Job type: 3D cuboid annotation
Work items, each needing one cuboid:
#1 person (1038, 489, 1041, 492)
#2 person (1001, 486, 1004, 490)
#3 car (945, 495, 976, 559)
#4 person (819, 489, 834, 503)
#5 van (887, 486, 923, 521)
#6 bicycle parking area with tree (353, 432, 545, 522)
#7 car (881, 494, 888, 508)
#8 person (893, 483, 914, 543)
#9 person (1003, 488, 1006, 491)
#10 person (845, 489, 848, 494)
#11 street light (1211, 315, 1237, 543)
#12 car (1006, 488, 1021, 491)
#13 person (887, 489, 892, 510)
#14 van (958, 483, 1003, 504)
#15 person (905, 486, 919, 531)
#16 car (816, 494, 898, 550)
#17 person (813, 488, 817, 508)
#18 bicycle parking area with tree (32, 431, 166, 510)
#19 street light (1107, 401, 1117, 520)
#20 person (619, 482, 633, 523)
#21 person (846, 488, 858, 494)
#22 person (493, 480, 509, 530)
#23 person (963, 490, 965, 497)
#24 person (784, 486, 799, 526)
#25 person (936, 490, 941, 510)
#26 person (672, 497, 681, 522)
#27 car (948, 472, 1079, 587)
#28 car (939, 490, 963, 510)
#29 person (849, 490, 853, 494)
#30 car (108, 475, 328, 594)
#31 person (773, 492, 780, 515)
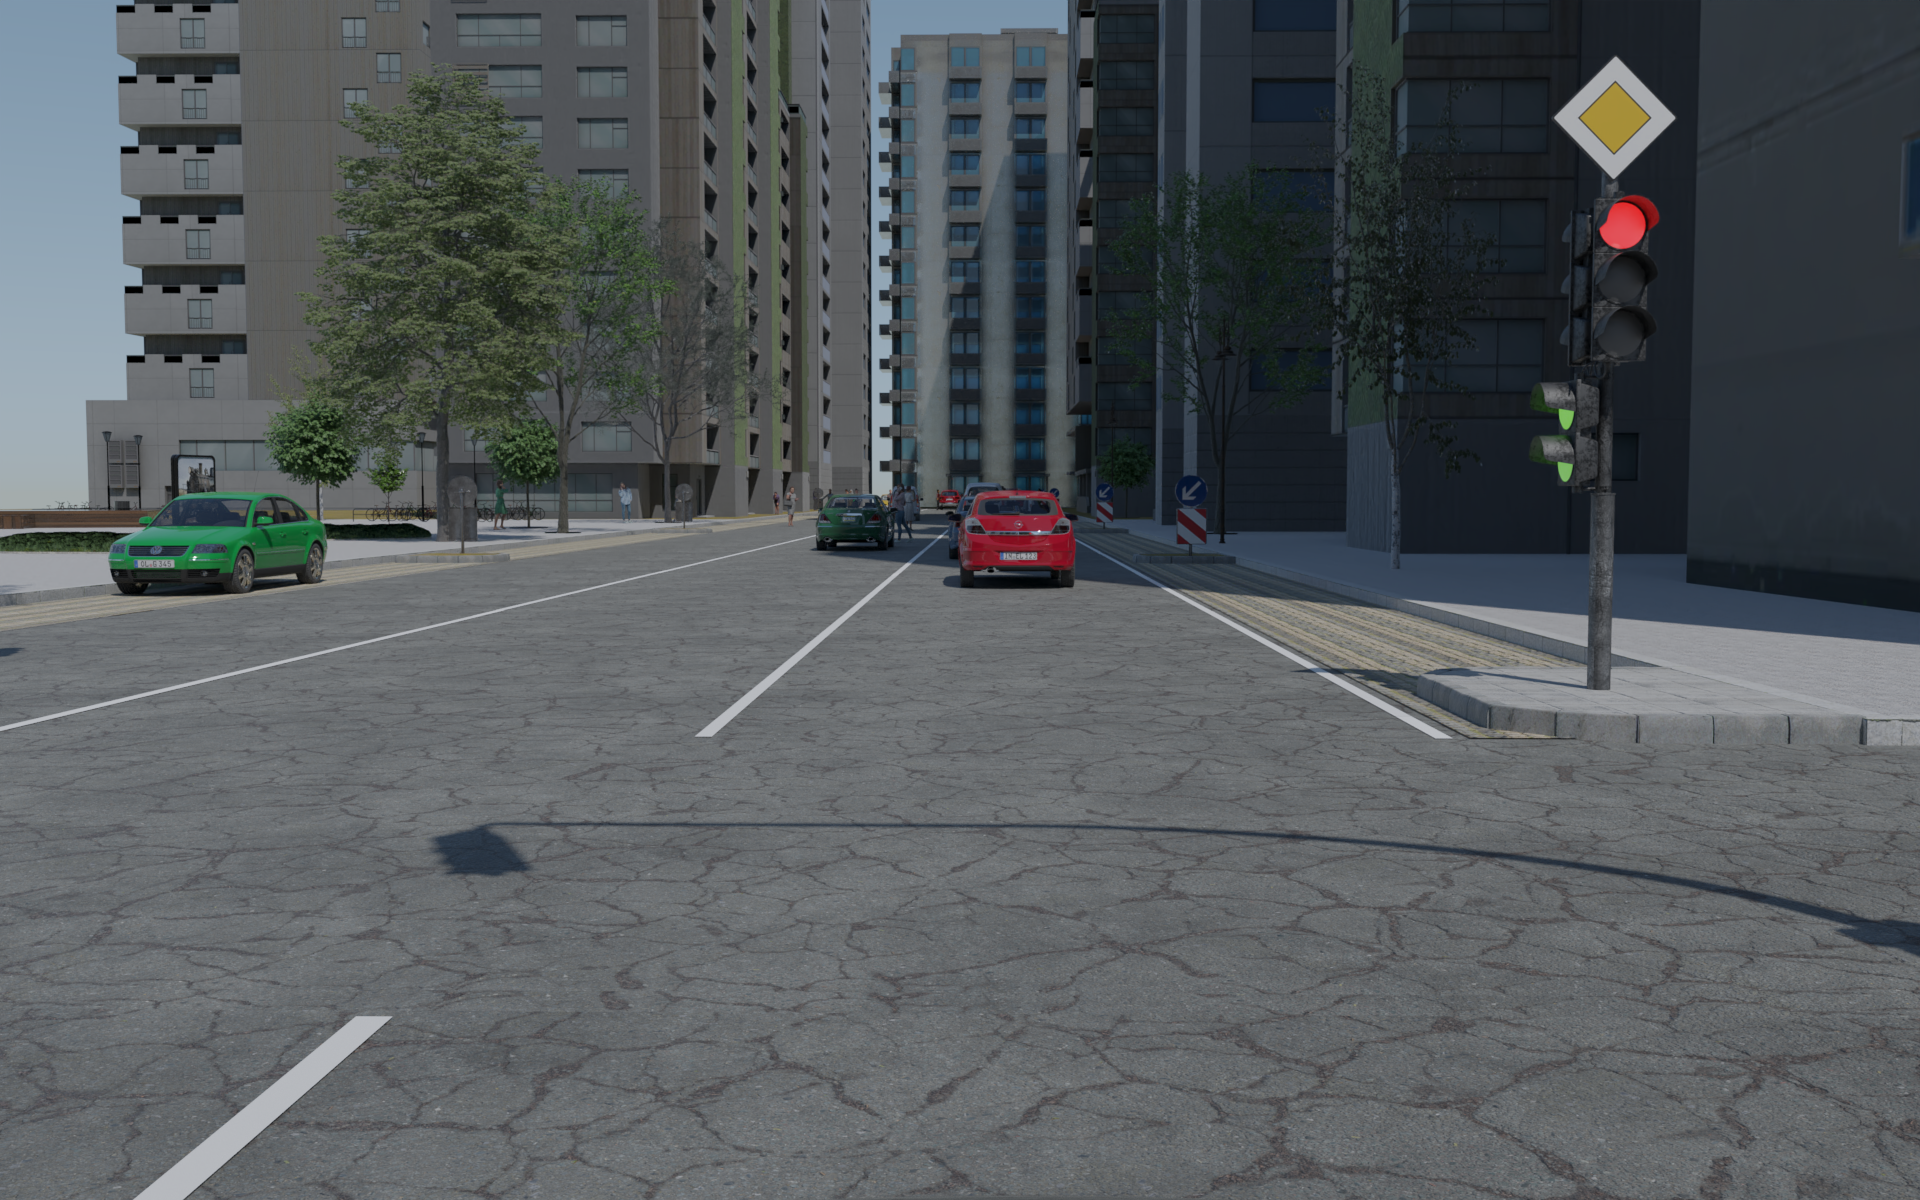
[{"bbox_3d":[5.517,-6.882,121.029,0.705,1.823,1.348,0,4,-8],"label":"person"},{"bbox_3d":[1.960,-4.733,85.734,0.795,1.843,0.661,-3,4,-37],"label":"person"},{"bbox_3d":[0.652,-1.678,39.444,2.014,1.417,4.499,0,4,2],"label":"car"},{"bbox_3d":[-7.274,-5.352,96.798,1.217,1.735,0.721,1,4,10],"label":"person"},{"bbox_3d":[-2.995,-5.333,94.207,2.013,2.044,4.112,0,4,-1],"label":"van"},{"bbox_3d":[-24.322,-5.867,82.926,9.016,4.147,8.231,2,4,25],"label":"bicycle parking area with tree"},{"bbox_3d":[-5.676,-7.860,138.728,2.015,1.641,3.980,0,4,-1],"label":"car"},{"bbox_3d":[-1.687,-2.573,51.153,0.643,1.750,0.593,0,4,2],"label":"person"},{"bbox_3d":[2.147,-4.862,88.517,0.617,1.759,0.750,-3,4,-36],"label":"person"},{"bbox_3d":[-10.750,-9.514,162.314,0.721,1.735,1.217,0,4,4],"label":"person"},{"bbox_3d":[6.826,-4.411,44.910,0.468,5.910,1.993,0,4,1],"label":"street light"},{"bbox_3d":[3.150,-6.193,109.925,2.281,1.827,5.304,0,4,2],"label":"car"},{"bbox_3d":[-4.908,-6.976,123.092,0.617,1.759,0.750,-1,4,-10],"label":"person"},{"bbox_3d":[0.901,-3.516,64.492,2.013,2.044,4.112,0,4,1],"label":"van"},{"bbox_3d":[-1.909,-3.582,67.643,0.480,1.755,0.524,3,5,40],"label":"person"},{"bbox_3d":[-2.719,-2.061,45.494,2.131,1.459,4.920,0,4,1],"label":"car"},{"bbox_3d":[-11.287,-7.932,136.186,0.568,1.767,0.683,-1,4,-13],"label":"person"},{"bbox_3d":[-39.293,-5.795,81.745,9.016,4.147,8.231,0,4,2],"label":"bicycle parking area with tree"},{"bbox_3d":[7.565,-6.925,86.017,0.468,5.910,1.993,0,4,1],"label":"street light"},{"bbox_3d":[-14.660,-4.262,75.987,0.793,1.790,0.793,2,4,28],"label":"person"},{"bbox_3d":[-5.550,-4.974,90.622,0.742,1.727,0.445,-1,4,-21],"label":"person"},{"bbox_3d":[-16.515,-3.416,62.134,0.529,1.795,0.600,-2,4,-35],"label":"person"},{"bbox_3d":[0.484,-9.335,161.216,0.705,1.814,1.350,1,4,13],"label":"person"},{"bbox_3d":[-7.497,-4.162,76.901,0.716,1.782,0.532,-3,5,-42],"label":"person"},{"bbox_3d":[-1.891,-8.802,152.370,0.705,1.831,1.348,1,4,13],"label":"person"},{"bbox_3d":[-13.065,-4.278,80.262,0.475,1.303,0.640,2,4,34],"label":"person"},{"bbox_3d":[0.875,-1.163,28.062,2.155,1.783,4.494,0,3,0],"label":"car"},{"bbox_3d":[-0.874,-9.018,156.110,2.281,1.827,5.304,0,4,1],"label":"car"},{"bbox_3d":[-7.409,-6.611,117.324,1.217,1.736,0.721,2,4,24],"label":"person"},{"bbox_3d":[-11.080,-1.058,26.092,1.959,1.807,4.718,0,4,0],"label":"car"},{"bbox_3d":[-11.482,-6.064,108.429,0.421,1.427,0.697,0,4,5],"label":"person"}]
